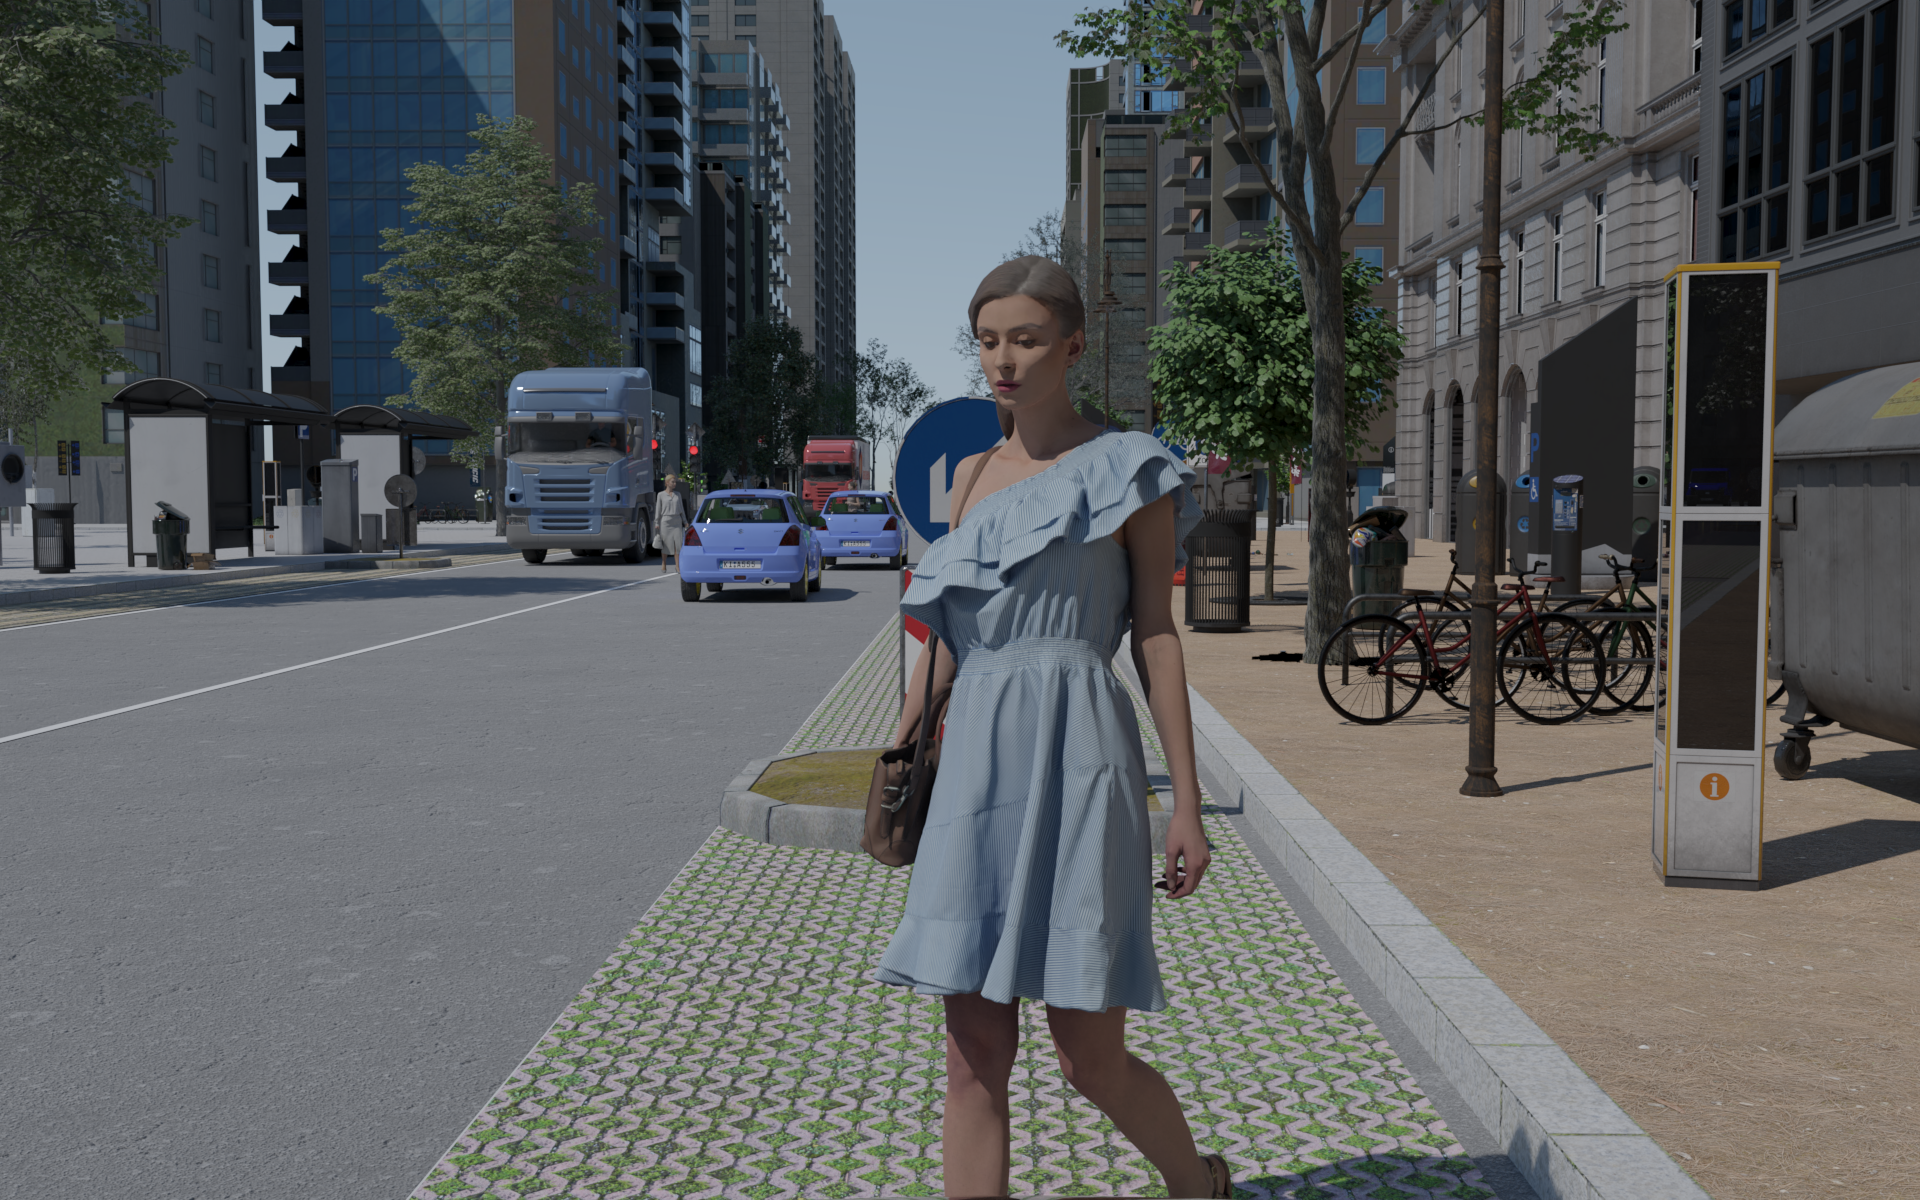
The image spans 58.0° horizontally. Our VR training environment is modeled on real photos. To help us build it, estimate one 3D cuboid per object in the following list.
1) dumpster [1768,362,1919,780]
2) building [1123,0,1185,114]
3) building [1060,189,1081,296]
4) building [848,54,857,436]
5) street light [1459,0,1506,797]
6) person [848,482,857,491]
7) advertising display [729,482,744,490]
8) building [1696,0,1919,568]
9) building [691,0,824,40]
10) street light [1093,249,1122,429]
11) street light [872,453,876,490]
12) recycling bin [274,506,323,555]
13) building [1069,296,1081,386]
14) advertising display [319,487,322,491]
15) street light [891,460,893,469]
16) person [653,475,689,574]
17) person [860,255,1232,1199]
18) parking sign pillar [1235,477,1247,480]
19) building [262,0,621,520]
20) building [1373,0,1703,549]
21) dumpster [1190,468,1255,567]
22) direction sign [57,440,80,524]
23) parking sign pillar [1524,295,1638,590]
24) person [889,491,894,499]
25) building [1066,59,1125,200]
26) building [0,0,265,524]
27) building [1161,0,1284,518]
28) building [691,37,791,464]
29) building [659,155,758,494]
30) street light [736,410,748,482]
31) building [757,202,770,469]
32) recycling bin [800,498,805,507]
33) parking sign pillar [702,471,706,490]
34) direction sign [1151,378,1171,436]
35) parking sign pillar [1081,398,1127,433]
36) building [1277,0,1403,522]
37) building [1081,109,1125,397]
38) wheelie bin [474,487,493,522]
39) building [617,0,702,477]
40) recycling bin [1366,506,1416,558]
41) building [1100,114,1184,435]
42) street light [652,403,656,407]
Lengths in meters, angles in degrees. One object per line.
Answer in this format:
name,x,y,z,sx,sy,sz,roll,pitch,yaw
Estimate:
dumpster,4.227,-0.076,7.009,1.264,1.857,1.865,0,4,1
building,25.591,-52.953,178.448,22.319,86.520,31.000,0,4,1
building,26.609,-39.509,269.671,21.300,48.544,21.600,0,4,1
building,-26.200,-50.552,264.777,20.563,71.187,20.611,0,4,1
street light,2.228,-2.107,7.229,0.468,5.910,1.993,0,4,1
person,-3.110,-2.457,49.015,0.374,1.781,0.599,-3,5,-40
advertising display,-11.749,-5.254,91.112,0.123,1.923,0.974,3,4,36
building,17.824,-13.520,14.565,14.314,27.812,24.014,0,4,1
building,-27.453,-49.295,244.227,20.563,71.187,20.611,0,4,1
street light,2.789,-3.678,32.925,0.468,5.910,1.993,0,4,1
street light,-9.651,-13.648,195.938,0.468,5.910,1.993,0,4,1
recycling bin,-14.025,-1.479,36.735,0.722,1.027,0.722,1,4,15
building,22.648,-29.364,251.803,14.160,30.474,14.107,0,4,1
advertising display,-21.477,-3.299,59.151,0.123,1.923,0.974,2,4,34
street light,-8.961,-15.652,228.690,0.468,5.910,1.993,0,4,1
person,-5.193,-1.370,31.254,0.694,1.780,0.624,-1,4,-13
person,0.130,0.349,2.889,0.778,1.811,0.616,-3,5,-44
parking sign pillar,13.525,-5.955,85.835,1.447,3.967,1.447,-1,4,-13
building,-26.133,-26.889,89.745,14.600,45.320,14.200,0,4,1
building,18.420,-12.044,38.728,13.314,21.916,24.055,0,4,1
dumpster,4.306,-1.452,29.499,1.264,1.857,1.865,0,4,1
direction sign,-37.644,-4.968,73.223,0.379,3.537,0.876,3,5,43
parking sign pillar,8.525,-2.157,23.747,1.447,3.967,1.447,0,4,-1
person,-7.169,-10.491,180.709,0.721,1.739,1.217,-2,4,-25
building,26.066,-52.099,290.062,20.563,71.187,20.611,0,4,1
building,-42.153,-24.238,79.886,14.086,41.232,14.154,0,4,1
building,23.777,-27.480,103.919,22.147,44.769,28.867,0,4,1
building,-30.286,-34.685,186.707,23.786,49.044,30.456,0,4,1
building,-25.942,-23.165,150.451,14.160,30.474,14.107,0,4,1
street light,-11.818,-7.418,94.064,0.468,5.910,1.993,0,4,1
building,-25.914,-24.027,164.535,14.160,30.474,14.107,0,4,1
recycling bin,-11.229,-6.981,126.686,0.722,1.027,0.722,2,4,35
parking sign pillar,-21.399,-9.355,141.430,1.447,3.967,1.447,-3,5,-40
direction sign,3.669,-2.384,30.972,0.379,3.537,0.876,3,5,40
parking sign pillar,4.063,-3.677,48.590,1.447,3.967,1.447,-1,4,-9
building,22.860,-26.267,79.572,14.200,45.320,14.600,0,4,1
building,21.393,-33.785,202.497,14.600,45.320,14.200,0,4,1
wheelie bin,-21.846,-4.377,79.476,0.980,1.594,0.693,1,4,13
building,-29.875,-49.324,119.115,22.319,86.520,31.000,0,4,1
recycling bin,8.736,-1.382,35.150,0.722,1.027,0.722,-2,4,-29
building,17.813,-22.220,134.994,14.160,30.474,14.107,0,4,1
street light,-12.364,-5.846,68.368,0.468,5.910,1.993,0,4,1
